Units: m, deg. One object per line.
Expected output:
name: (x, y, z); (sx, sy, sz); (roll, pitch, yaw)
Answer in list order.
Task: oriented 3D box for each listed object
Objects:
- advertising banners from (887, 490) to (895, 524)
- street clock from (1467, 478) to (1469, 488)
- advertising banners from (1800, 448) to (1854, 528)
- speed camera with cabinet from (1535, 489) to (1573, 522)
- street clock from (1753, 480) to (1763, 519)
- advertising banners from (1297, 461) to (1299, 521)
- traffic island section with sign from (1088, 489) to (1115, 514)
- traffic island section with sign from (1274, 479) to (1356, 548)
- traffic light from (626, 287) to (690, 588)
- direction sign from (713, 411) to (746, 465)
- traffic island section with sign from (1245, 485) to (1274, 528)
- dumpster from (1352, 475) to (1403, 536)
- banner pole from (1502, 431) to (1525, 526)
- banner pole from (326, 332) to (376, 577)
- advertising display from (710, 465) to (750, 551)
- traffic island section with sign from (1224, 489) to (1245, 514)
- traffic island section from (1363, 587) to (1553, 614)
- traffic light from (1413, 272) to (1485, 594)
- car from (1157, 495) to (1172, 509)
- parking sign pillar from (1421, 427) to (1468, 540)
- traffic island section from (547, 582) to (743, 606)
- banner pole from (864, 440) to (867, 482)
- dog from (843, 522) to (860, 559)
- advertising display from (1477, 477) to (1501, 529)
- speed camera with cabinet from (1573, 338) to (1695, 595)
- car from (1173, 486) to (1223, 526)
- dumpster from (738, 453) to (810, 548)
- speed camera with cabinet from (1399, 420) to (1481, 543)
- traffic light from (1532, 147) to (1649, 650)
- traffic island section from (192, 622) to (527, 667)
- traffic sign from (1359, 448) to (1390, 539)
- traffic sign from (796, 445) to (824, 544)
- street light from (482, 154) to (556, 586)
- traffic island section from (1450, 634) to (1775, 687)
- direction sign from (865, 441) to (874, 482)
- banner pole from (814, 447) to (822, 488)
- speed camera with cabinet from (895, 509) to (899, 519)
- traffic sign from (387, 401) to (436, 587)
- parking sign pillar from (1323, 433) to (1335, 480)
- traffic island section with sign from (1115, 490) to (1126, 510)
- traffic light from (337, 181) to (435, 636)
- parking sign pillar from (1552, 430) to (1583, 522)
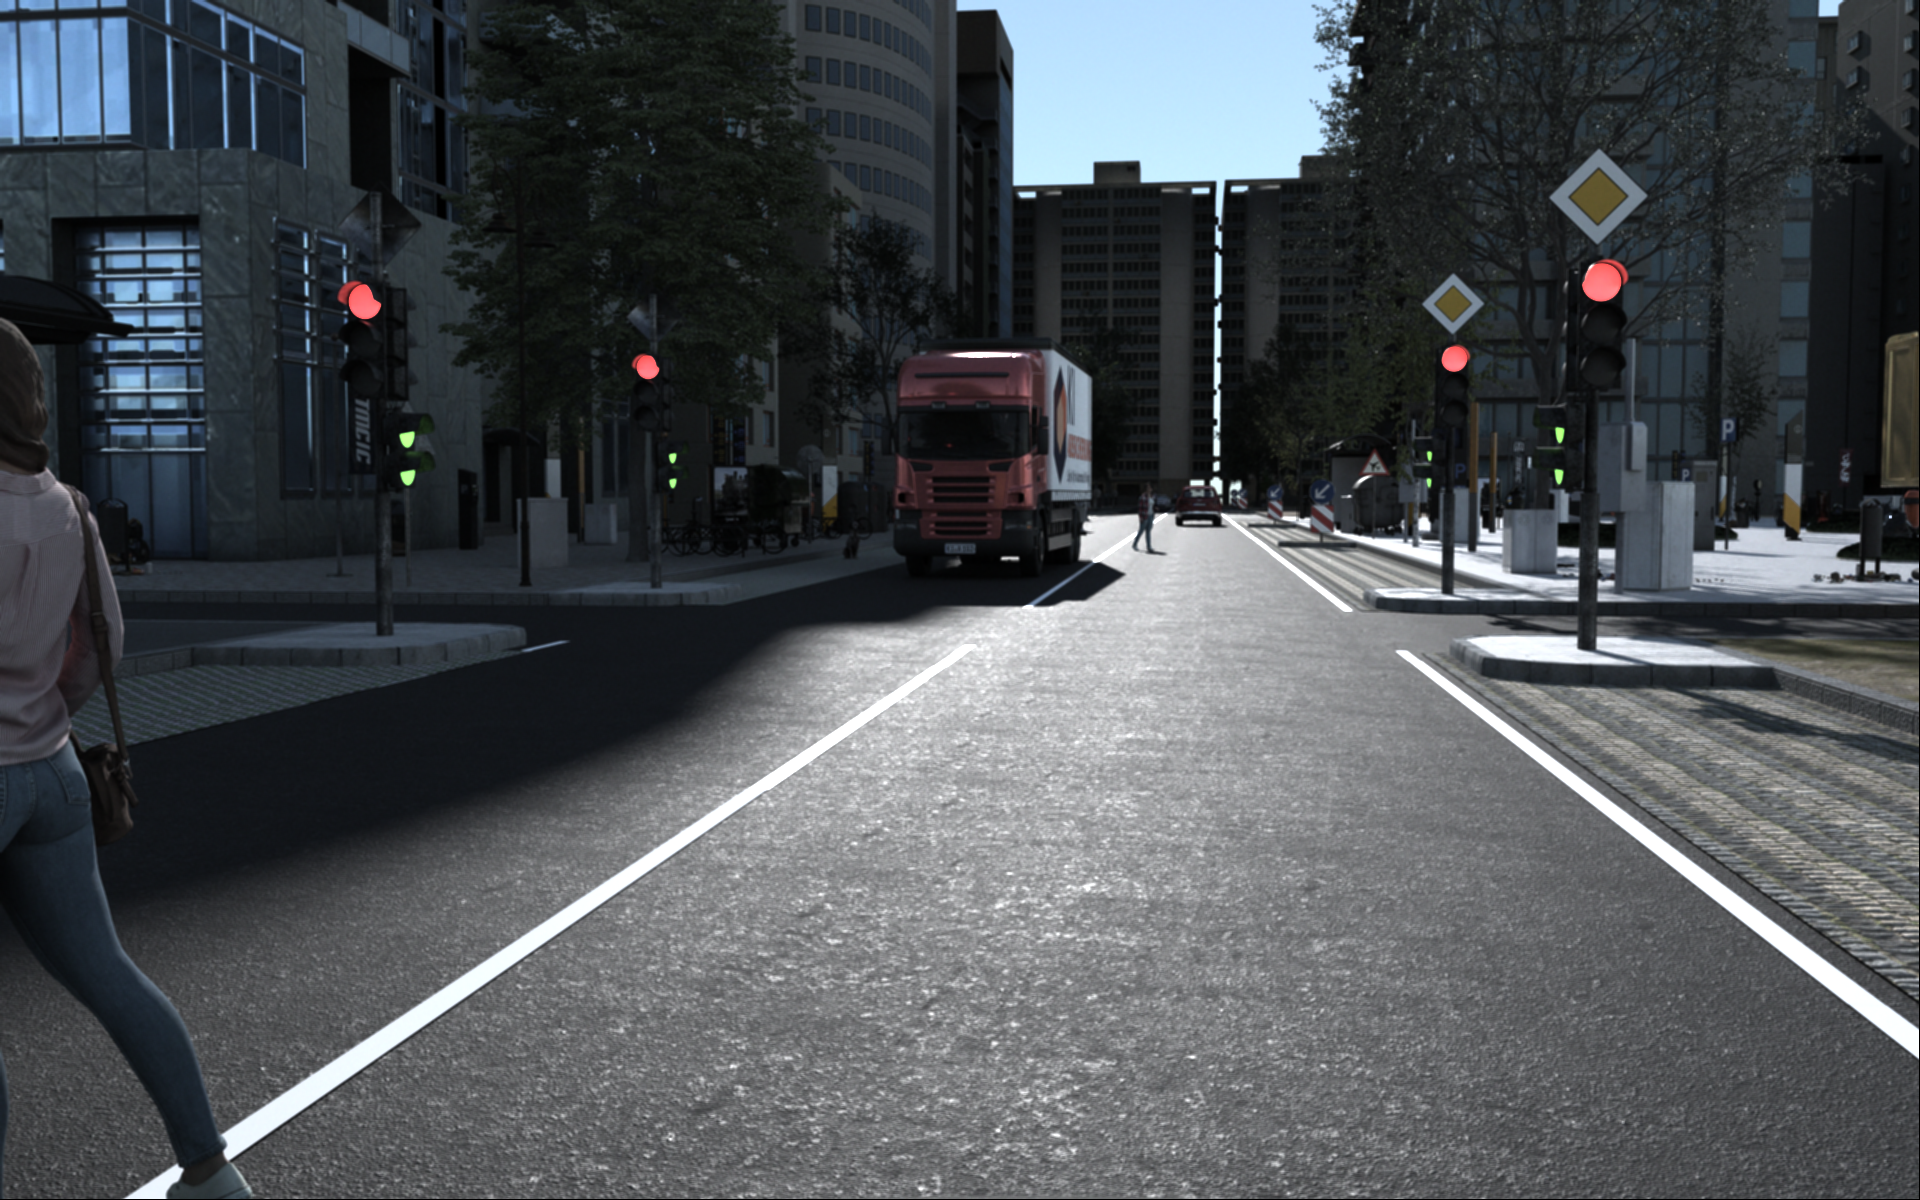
advertising banners: (-2.901, -4.853, 75.530); (0.090, 3.025, 2.074); (1, 4, 11)
street clock: (23.067, -4.541, 78.819); (0.358, 2.002, 0.471); (2, 4, 28)
advertising banners: (32.931, -4.276, 66.092); (2.074, 3.025, 0.090); (1, 4, 20)
speed camera with cabinet: (20.417, -3.916, 58.359); (0.660, 3.252, 2.038); (-3, 4, -39)
street clock: (40.229, -5.063, 87.353); (0.471, 2.002, 0.358); (-3, 4, -37)
advertising banners: (16.205, -5.317, 83.117); (0.090, 3.025, 2.074); (1, 4, 11)
traffic island section with sign: (9.922, -7.105, 124.795); (1.989, 1.847, 2.006); (0, 4, 8)
traffic island section with sign: (9.643, -2.341, 46.911); (1.989, 1.847, 2.006); (0, 4, 8)
traffic light: (-4.128, -2.116, 23.512); (0.839, 4.253, 0.868); (0, 4, 8)
direction sign: (-6.265, -3.367, 47.045); (0.876, 3.537, 0.379); (0, 4, -3)
traffic island section with sign: (13.368, -4.015, 74.273); (1.989, 1.847, 2.006); (0, 4, 8)
dumpster: (12.826, -2.921, 53.516); (1.264, 1.857, 1.865); (0, 4, 8)
banner pole: (22.201, -4.852, 69.349); (0.863, 3.779, 0.401); (0, 4, 3)
banner pole: (-9.461, -2.261, 26.991); (0.863, 3.779, 0.401); (-1, 4, -13)
advertising display: (-5.170, -2.064, 38.961); (0.974, 1.923, 0.123); (-3, 5, -41)
traffic island section with sign: (20.096, -7.043, 123.788); (1.989, 1.847, 2.006); (0, 4, 8)
traffic island section: (6.279, 0.003, 22.232); (2.009, 0.180, 2.903); (0, 4, 8)
traffic light: (6.241, -2.031, 22.123); (0.839, 4.253, 0.868); (0, 4, 8)
car: (19.136, -9.346, 165.172); (2.083, 1.381, 4.827); (0, 4, 8)
parking sign pillar: (13.641, -3.660, 48.312); (1.447, 3.967, 1.447); (-1, 4, -12)
traffic island section: (-4.166, -0.084, 23.652); (2.009, 0.180, 2.903); (0, 4, 8)
banner pole: (-4.406, -5.565, 80.997); (0.401, 3.779, 0.863); (0, 4, 5)
dog: (-2.327, -1.312, 38.289); (0.513, 0.831, 0.800); (1, 4, 16)
advertising display: (19.728, -3.641, 64.743); (0.974, 1.923, 0.123); (3, 4, 38)
speed camera with cabinet: (8.915, -1.736, 22.719); (2.038, 3.252, 0.660); (-3, 5, -42)
car: (10.920, -4.326, 79.404); (2.281, 1.827, 5.304); (0, 4, 6)
dumpster: (-4.529, -2.377, 41.361); (1.502, 2.255, 1.985); (0, 4, 8)
speed camera with cabinet: (12.742, -3.159, 45.993); (2.038, 3.252, 0.660); (2, 4, 24)
traffic light: (5.165, -1.547, 14.211); (0.839, 4.253, 0.868); (0, 4, 8)
traffic island section: (-5.242, 0.400, 15.739); (2.009, 0.180, 2.903); (0, 4, 8)
traffic sign: (11.787, -3.015, 49.304); (0.884, 2.594, 0.081); (1, 4, 10)
traffic sign: (-3.878, -2.722, 44.613); (0.768, 2.556, 0.104); (1, 4, 17)
street light: (-6.070, -3.134, 24.021); (0.468, 5.910, 1.993); (0, 4, 8)
traffic island section: (5.203, 0.487, 14.319); (2.009, 0.180, 2.903); (0, 4, 8)
direction sign: (-3.873, -5.022, 74.103); (0.379, 3.537, 0.876); (1, 4, 22)
banner pole: (-6.434, -5.535, 80.515); (0.863, 3.779, 0.401); (2, 4, 26)
speed camera with cabinet: (-2.065, -4.222, 63.360); (0.660, 3.252, 2.038); (0, 4, -1)
traffic sign: (-7.623, -1.460, 23.876); (0.884, 2.594, 0.081); (1, 4, 17)
parking sign pillar: (15.897, -5.271, 74.658); (1.447, 3.967, 1.447); (1, 4, 10)
traffic island section with sign: (13.571, -8.749, 151.678); (1.989, 1.847, 2.006); (0, 4, 8)
traffic light: (-5.203, -1.632, 15.599); (0.839, 4.253, 0.868); (0, 4, 8)
parking sign pillar: (22.146, -4.538, 62.673); (1.447, 3.967, 1.447); (2, 4, 26)
